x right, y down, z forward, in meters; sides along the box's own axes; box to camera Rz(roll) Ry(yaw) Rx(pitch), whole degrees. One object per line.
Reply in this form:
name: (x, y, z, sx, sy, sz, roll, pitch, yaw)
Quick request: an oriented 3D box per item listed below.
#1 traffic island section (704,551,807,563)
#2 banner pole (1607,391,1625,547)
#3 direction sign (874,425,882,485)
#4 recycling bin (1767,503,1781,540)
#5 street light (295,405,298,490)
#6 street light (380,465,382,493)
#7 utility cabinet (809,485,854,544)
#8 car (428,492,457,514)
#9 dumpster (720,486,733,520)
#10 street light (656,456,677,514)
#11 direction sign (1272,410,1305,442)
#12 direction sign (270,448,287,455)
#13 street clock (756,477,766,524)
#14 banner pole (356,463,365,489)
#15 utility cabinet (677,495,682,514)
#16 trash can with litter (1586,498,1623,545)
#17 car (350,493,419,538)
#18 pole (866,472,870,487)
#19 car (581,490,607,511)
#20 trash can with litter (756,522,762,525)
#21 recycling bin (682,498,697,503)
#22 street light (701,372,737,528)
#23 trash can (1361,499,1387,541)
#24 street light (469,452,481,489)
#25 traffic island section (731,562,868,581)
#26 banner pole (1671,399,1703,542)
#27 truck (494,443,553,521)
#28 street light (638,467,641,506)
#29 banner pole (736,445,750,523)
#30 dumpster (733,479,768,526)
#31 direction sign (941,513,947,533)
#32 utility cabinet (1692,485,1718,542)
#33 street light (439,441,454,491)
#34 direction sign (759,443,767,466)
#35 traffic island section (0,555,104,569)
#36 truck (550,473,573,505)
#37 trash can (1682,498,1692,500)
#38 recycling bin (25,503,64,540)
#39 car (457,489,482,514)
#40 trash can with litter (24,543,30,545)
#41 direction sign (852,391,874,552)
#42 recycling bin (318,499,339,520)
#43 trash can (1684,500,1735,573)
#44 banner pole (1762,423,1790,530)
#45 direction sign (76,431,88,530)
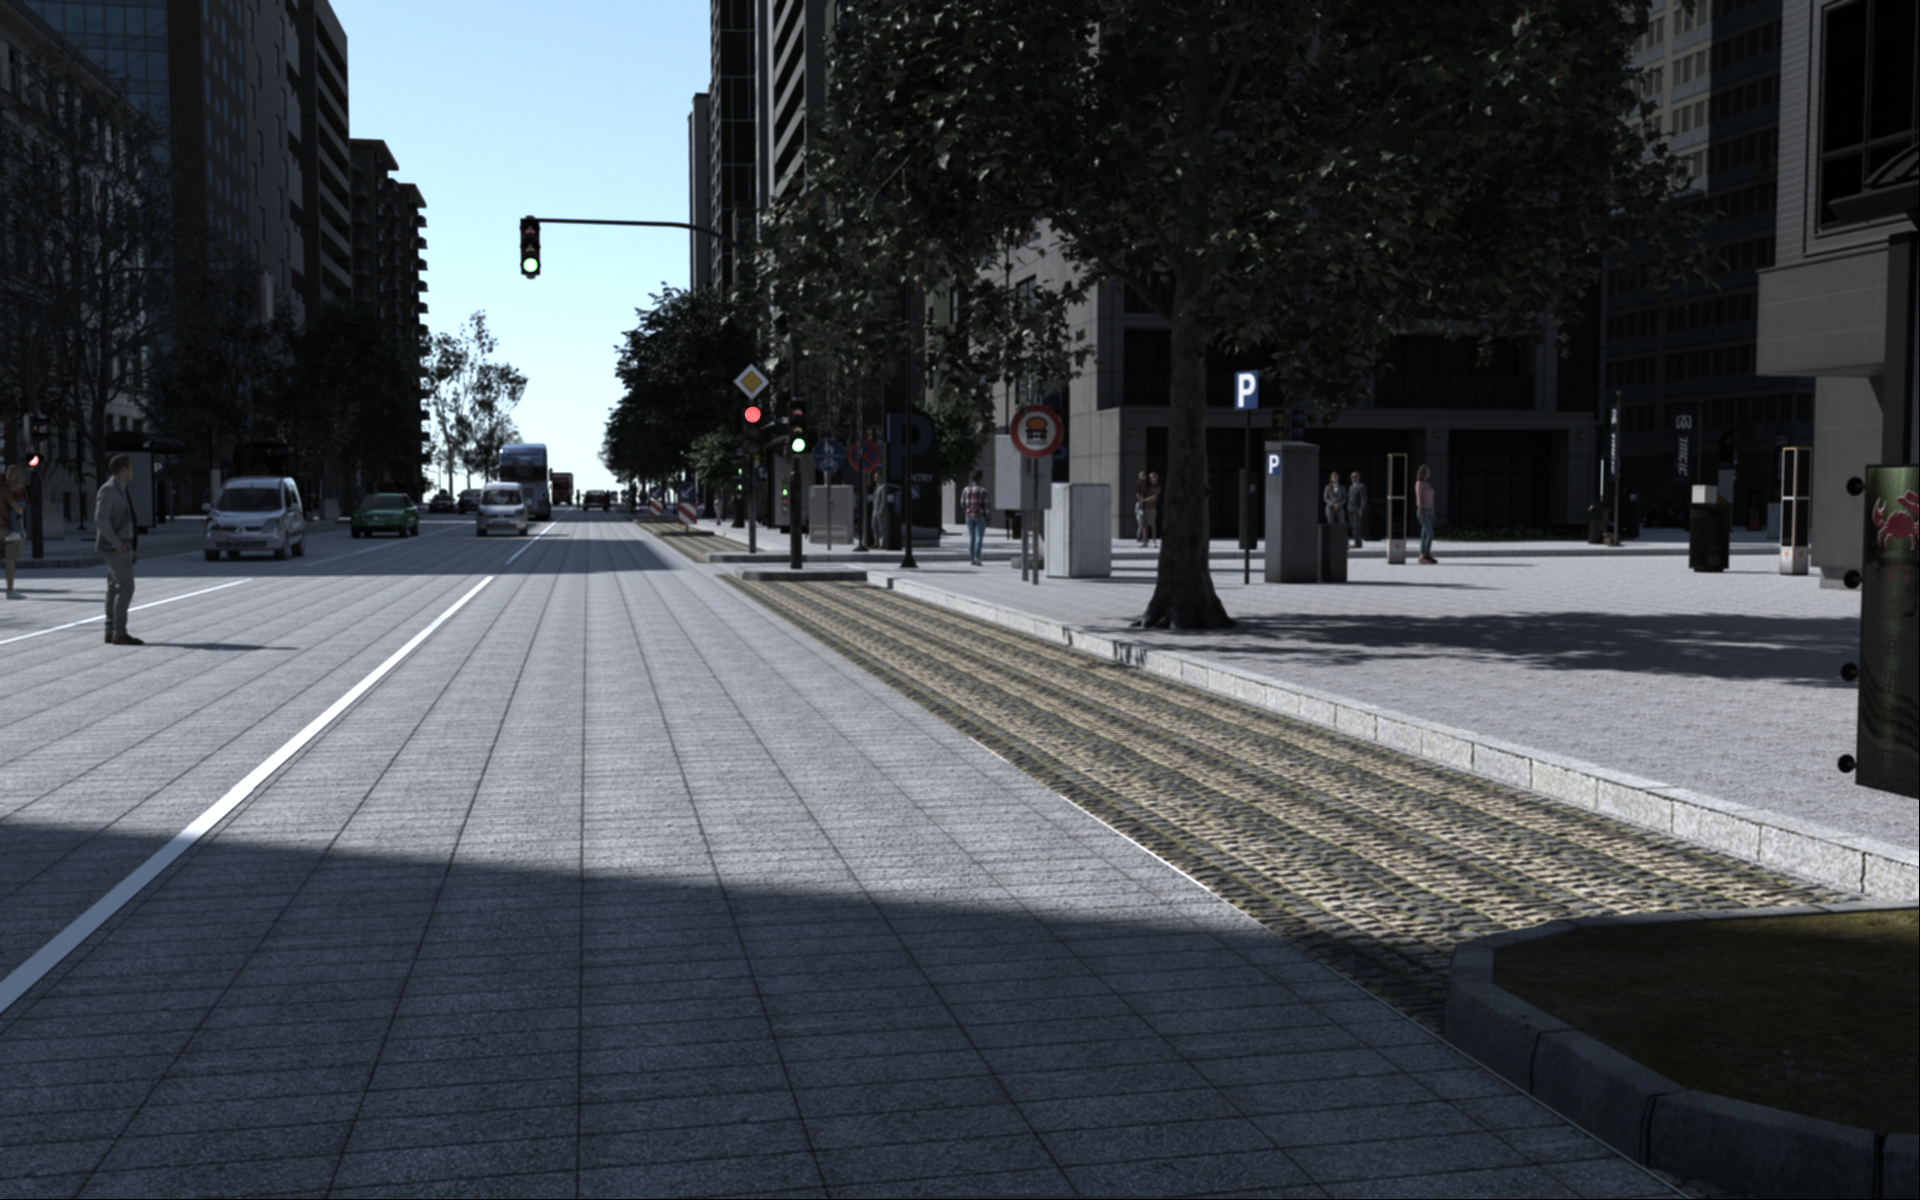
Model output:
traffic island section: (-4.467, -0.930, 37.487, 2.009, 0.180, 2.903, -1, 4, -12)
banner pole: (16.057, -3.208, 42.471, 0.401, 3.779, 0.863, 0, 4, 4)
direction sign: (-2.835, -4.004, 57.461, 0.379, 3.537, 0.876, -3, 4, -39)
recycling bin: (23.359, -2.230, 49.009, 0.722, 1.027, 0.722, -3, 4, -36)
street light: (-29.276, -6.443, 77.880, 1.470, 5.913, 1.316, -1, 4, -12)
street light: (-35.954, -8.360, 109.230, 1.470, 5.913, 1.316, -1, 4, -12)
utility cabinet: (-3.298, -2.179, 44.298, 1.173, 1.500, 0.318, 2, 4, 30)
car: (-38.399, -7.267, 128.595, 2.009, 1.686, 4.222, -1, 4, -12)
dumpster: (-11.371, -4.974, 87.090, 1.264, 1.857, 1.865, -1, 4, -12)
street light: (-18.839, -8.462, 110.902, 1.470, 5.913, 1.316, -1, 4, -12)
direction sign: (8.815, -3.341, 46.617, 0.876, 3.537, 0.379, 0, 4, -2)
direction sign: (-33.210, -5.662, 84.571, 0.379, 3.537, 0.876, 3, 5, 42)
street clock: (-8.688, -4.331, 75.388, 0.471, 2.002, 0.358, 3, 4, 38)
banner pole: (-36.338, -7.035, 105.046, 0.863, 3.779, 0.401, 2, 4, 24)
utility cabinet: (-17.297, -6.136, 109.007, 0.318, 1.500, 1.173, 3, 4, 37)
trash can with litter: (16.480, -2.006, 44.179, 0.624, 1.170, 1.055, -2, 4, -24)
car: (-19.240, -3.009, 57.987, 1.959, 1.807, 4.718, -1, 4, -11)
pole: (-4.708, -5.811, 88.850, 0.158, 3.312, 0.155, 0, 3, 0)
car: (-31.197, -8.534, 148.197, 2.281, 1.827, 5.304, -1, 4, -14)
trash can with litter: (-7.516, -3.757, 72.484, 2.233, 1.210, 1.678, -1, 4, -15)
recycling bin: (-16.665, -5.752, 106.606, 0.722, 1.027, 0.722, -2, 4, -33)
street light: (-9.144, -5.722, 66.093, 1.470, 5.913, 1.316, -1, 4, -12)
trash can: (11.250, -2.175, 47.211, 0.748, 1.137, 0.748, 0, 3, 0)
street light: (-53.378, -13.331, 190.505, 1.470, 5.913, 1.316, -1, 4, -12)
traffic island section: (-2.791, -0.452, 29.679, 2.009, 0.180, 2.903, -1, 4, -12)
banner pole: (19.329, -3.418, 45.905, 0.863, 3.779, 0.401, 2, 4, 24)
truck: (-24.389, -6.592, 97.544, 2.967, 4.110, 18.799, -1, 4, -13)
street light: (-25.383, -10.357, 141.879, 1.470, 5.913, 1.316, -1, 4, -12)
banner pole: (-9.726, -5.389, 78.135, 0.863, 3.779, 0.401, 1, 4, 9)
dumpster: (-8.233, -3.873, 69.086, 1.264, 1.857, 1.865, -1, 4, -12)
direction sign: (-0.633, -4.028, 57.852, 0.876, 3.537, 0.379, 1, 4, 14)
utility cabinet: (18.653, -2.123, 43.387, 0.318, 1.500, 1.173, 1, 4, 8)
street light: (-45.337, -11.023, 152.764, 1.470, 5.913, 1.316, -1, 4, -12)
direction sign: (-8.535, -5.228, 77.473, 0.876, 3.537, 0.379, -1, 4, -23)
traffic island section: (-18.393, -0.748, 34.514, 2.009, 0.180, 2.903, -1, 4, -12)
truck: (-52.690, -14.716, 229.515, 2.839, 4.237, 11.283, -1, 4, -11)
trash can: (25.026, -2.900, 59.062, 0.748, 1.137, 0.748, 0, 3, 0)
recycling bin: (-25.569, -2.191, 48.385, 0.722, 1.027, 0.722, 2, 4, 32)
car: (-34.682, -7.038, 123.747, 2.281, 1.827, 5.304, -1, 4, -12)
trash can with litter: (-24.651, -1.988, 43.559, 2.233, 1.210, 1.678, 0, 4, 1)
direction sign: (-2.221, -2.852, 38.626, 0.379, 3.537, 0.876, -1, 4, -10)
recycling bin: (-31.323, -4.486, 85.903, 0.722, 1.027, 0.722, -3, 5, -44)
trash can: (12.337, -1.031, 28.505, 0.748, 1.137, 0.748, 0, 3, 0)
banner pole: (28.881, -4.357, 61.260, 0.863, 3.779, 0.401, 3, 4, 38)
direction sign: (-31.528, -4.286, 62.073, 0.379, 3.537, 0.876, -2, 4, -33)
